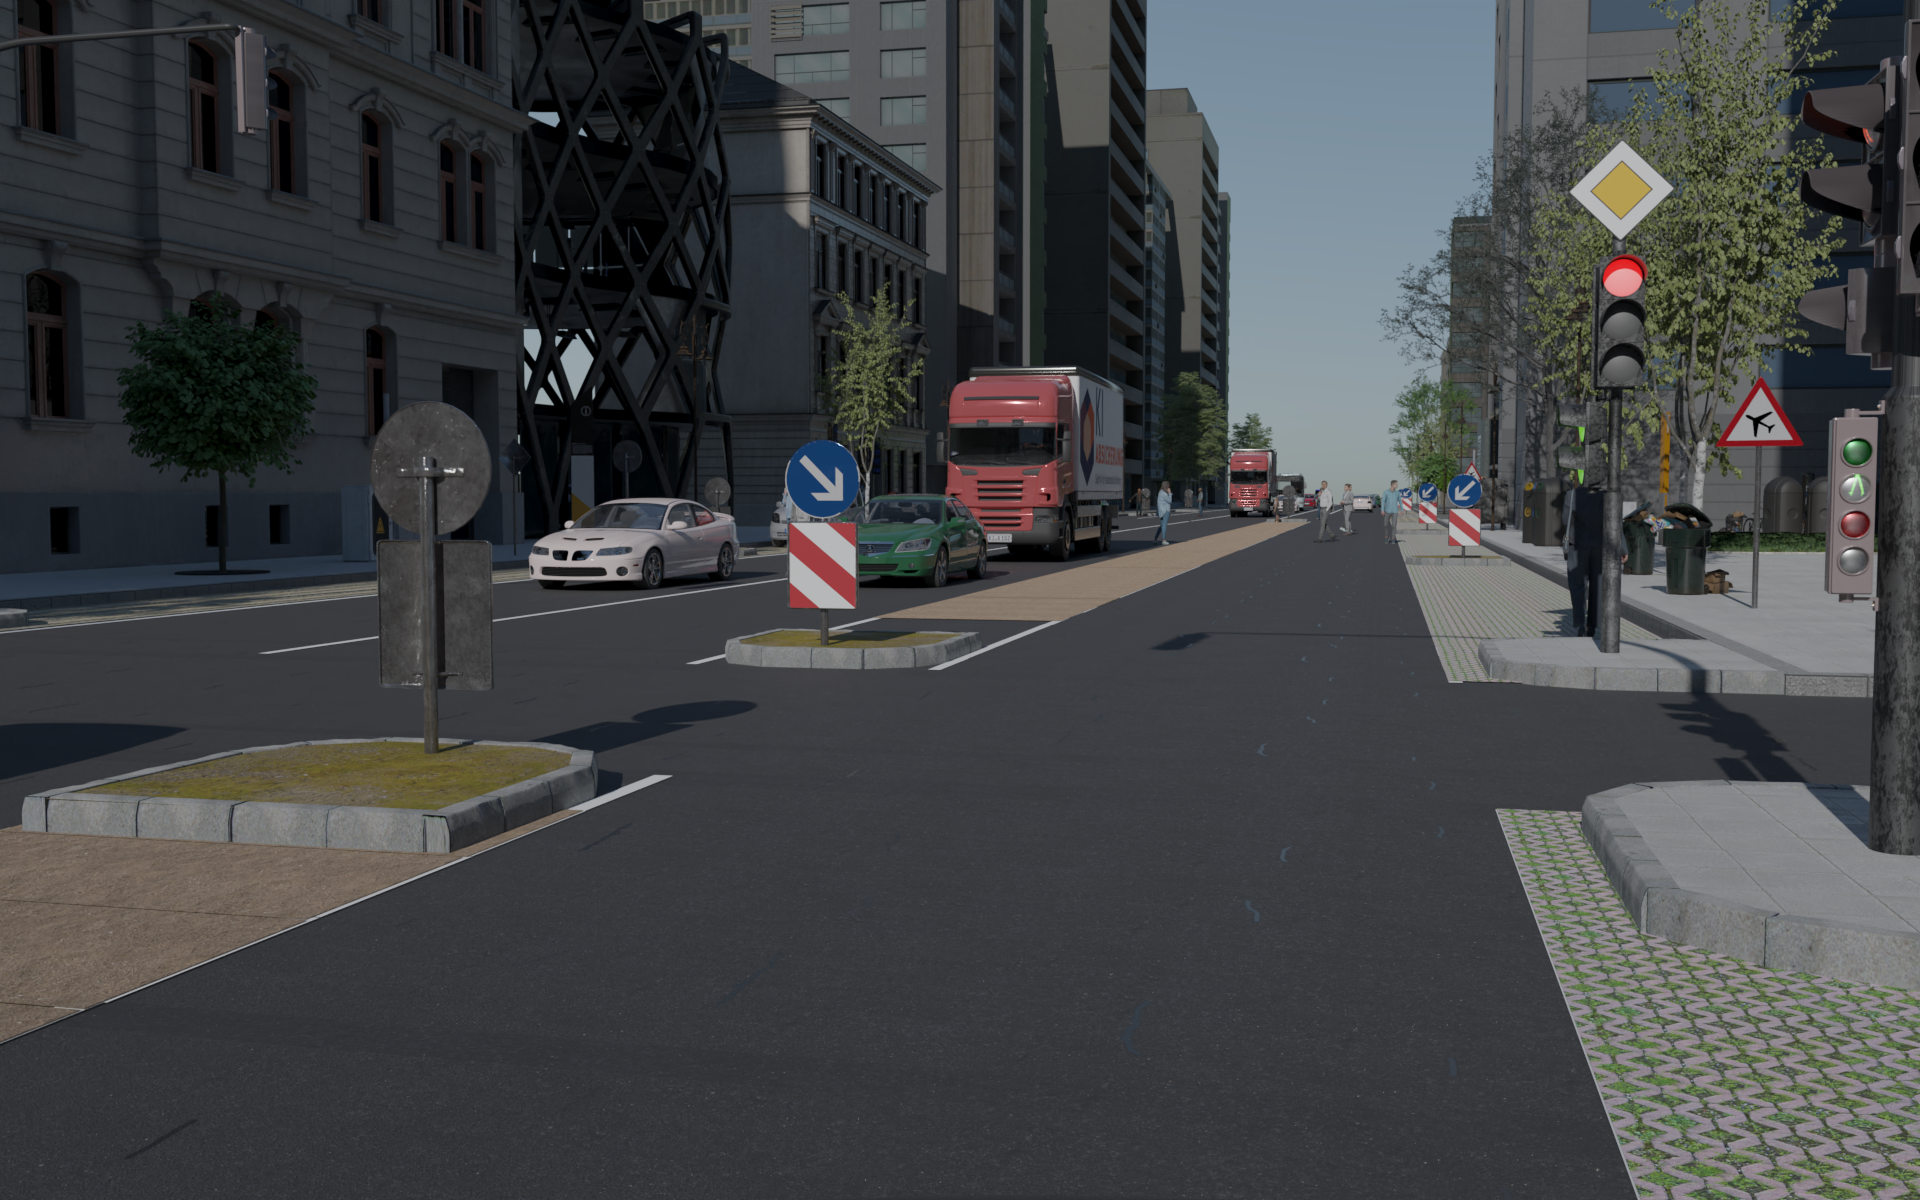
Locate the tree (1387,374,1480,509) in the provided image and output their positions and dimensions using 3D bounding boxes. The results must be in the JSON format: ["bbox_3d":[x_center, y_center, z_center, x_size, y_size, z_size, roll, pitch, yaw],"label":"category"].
[{"bbox_3d":[40.762,-13.668,149.228,9.928,11.665,9.643,0,3,0],"label":"tree"}]

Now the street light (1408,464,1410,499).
[{"bbox_3d":[56.300,-14.847,215.530,0.468,5.910,1.993,1,4,14],"label":"street light"}]

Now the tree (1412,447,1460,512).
[{"bbox_3d":[33.711,-8.491,122.548,4.285,4.588,4.351,0,3,0],"label":"tree"}]

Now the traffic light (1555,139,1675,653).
[{"bbox_3d":[5.246,-1.528,13.912,0.839,4.253,0.868,1,4,14],"label":"traffic light"}]

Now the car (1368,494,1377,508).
[{"bbox_3d":[42.026,-10.196,178.712,2.014,1.417,4.499,1,4,12],"label":"car"}]

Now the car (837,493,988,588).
[{"bbox_3d":[-0.798,-1.003,28.198,2.131,1.459,4.920,1,4,13],"label":"car"}]

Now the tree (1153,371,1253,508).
[{"bbox_3d":[21.466,-14.834,160.660,7.486,12.596,7.792,0,3,0],"label":"tree"}]

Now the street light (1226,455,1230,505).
[{"bbox_3d":[30.898,-13.884,199.784,0.468,5.910,1.993,1,4,14],"label":"street light"}]

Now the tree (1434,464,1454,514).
[{"bbox_3d":[31.271,-7.126,111.110,1.663,3.219,1.824,0,3,0],"label":"tree"}]

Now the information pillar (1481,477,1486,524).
[{"bbox_3d":[22.180,-4.241,73.829,0.304,2.012,0.304,-3,5,-44],"label":"information pillar"}]

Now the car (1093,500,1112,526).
[{"bbox_3d":[4.955,-3.545,69.756,2.131,1.459,4.920,1,4,15],"label":"car"}]

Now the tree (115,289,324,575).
[{"bbox_3d":[-11.897,-2.695,27.771,4.285,4.588,4.351,0,3,0],"label":"tree"}]

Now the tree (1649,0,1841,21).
[{"bbox_3d":[10.266,-4.512,24.141,4.737,8.622,4.395,0,3,0],"label":"tree"}]

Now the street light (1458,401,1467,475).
[{"bbox_3d":[24.835,-6.914,85.824,0.468,5.910,1.993,1,4,14],"label":"street light"}]

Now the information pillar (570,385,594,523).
[{"bbox_3d":[-8.134,-2.815,37.387,0.504,3.616,0.183,-1,4,-15],"label":"information pillar"}]

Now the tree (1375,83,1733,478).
[{"bbox_3d":[17.736,-8.629,51.448,12.009,13.543,11.850,0,3,0],"label":"tree"}]

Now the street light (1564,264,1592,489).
[{"bbox_3d":[12.291,-3.771,34.449,0.468,5.910,1.993,1,4,14],"label":"street light"}]

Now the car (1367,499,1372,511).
[{"bbox_3d":[33.724,-8.183,146.151,2.083,1.381,4.827,1,4,13],"label":"car"}]

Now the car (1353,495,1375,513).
[{"bbox_3d":[31.199,-7.491,134.832,2.083,1.381,4.827,1,4,14],"label":"car"}]

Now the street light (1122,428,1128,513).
[{"bbox_3d":[11.243,-8.941,118.977,0.468,5.910,1.993,1,4,14],"label":"street light"}]

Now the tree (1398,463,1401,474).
[{"bbox_3d":[44.992,-13.341,168.492,4.737,8.622,4.395,0,3,0],"label":"tree"}]

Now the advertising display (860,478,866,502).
[{"bbox_3d":[-4.103,-4.021,70.952,0.974,1.923,0.123,-3,4,-37],"label":"advertising display"}]

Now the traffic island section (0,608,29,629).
[{"bbox_3d":[-11.230,0.261,18.014,2.009,0.180,2.903,1,4,14],"label":"traffic island section"}]

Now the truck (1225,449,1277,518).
[{"bbox_3d":[18.479,-7.356,109.182,2.839,4.237,11.283,1,4,13],"label":"truck"}]

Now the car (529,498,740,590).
[{"bbox_3d":[-5.086,-0.933,27.614,2.083,1.381,4.827,1,4,15],"label":"car"}]

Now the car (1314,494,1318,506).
[{"bbox_3d":[42.583,-12.345,210.638,1.959,1.807,4.718,1,4,15],"label":"car"}]

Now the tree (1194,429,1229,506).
[{"bbox_3d":[25.741,-14.047,180.024,4.360,8.622,3.978,0,3,0],"label":"tree"}]

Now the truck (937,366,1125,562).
[{"bbox_3d":[1.887,-3.141,40.268,2.839,4.237,11.283,1,4,12],"label":"truck"}]

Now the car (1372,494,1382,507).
[{"bbox_3d":[44.910,-10.801,188.386,2.131,1.459,4.920,1,4,15],"label":"car"}]

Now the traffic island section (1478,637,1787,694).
[{"bbox_3d":[5.282,0.505,14.017,2.009,0.180,2.903,1,4,14],"label":"traffic island section"}]

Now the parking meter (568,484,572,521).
[{"bbox_3d":[-9.304,-2.056,42.019,0.372,1.533,0.369,0,3,0],"label":"parking meter"}]

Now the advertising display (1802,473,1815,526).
[{"bbox_3d":[25.599,-2.881,52.312,0.123,1.923,0.974,3,5,40],"label":"advertising display"}]

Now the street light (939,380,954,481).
[{"bbox_3d":[-0.475,-5.976,70.495,0.468,5.910,1.993,1,4,14],"label":"street light"}]

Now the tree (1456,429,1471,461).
[{"bbox_3d":[14.550,-5.441,39.317,4.737,8.622,4.395,0,3,0],"label":"tree"}]

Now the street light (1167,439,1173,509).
[{"bbox_3d":[17.606,-10.531,144.973,0.468,5.910,1.993,1,4,14],"label":"street light"}]

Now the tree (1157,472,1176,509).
[{"bbox_3d":[18.278,-9.706,153.292,1.663,3.219,1.824,0,3,0],"label":"tree"}]

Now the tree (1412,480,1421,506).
[{"bbox_3d":[51.185,-12.113,192.650,1.663,3.219,1.824,0,3,0],"label":"tree"}]

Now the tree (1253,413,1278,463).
[{"bbox_3d":[40.537,-19.789,241.675,7.486,12.596,7.792,0,3,0],"label":"tree"}]

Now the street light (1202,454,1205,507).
[{"bbox_3d":[24.521,-12.314,174.113,0.468,5.910,1.993,1,4,14],"label":"street light"}]

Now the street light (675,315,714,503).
[{"bbox_3d":[-6.849,-4.406,44.833,0.468,5.910,1.993,1,4,14],"label":"street light"}]

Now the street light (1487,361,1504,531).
[{"bbox_3d":[18.550,-5.343,60.139,0.468,5.910,1.993,1,4,14],"label":"street light"}]

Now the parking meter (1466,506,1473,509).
[{"bbox_3d":[20.021,-3.658,68.214,0.372,1.533,0.369,0,3,0],"label":"parking meter"}]

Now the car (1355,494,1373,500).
[{"bbox_3d":[36.271,-8.972,156.482,2.009,1.686,4.222,1,4,13],"label":"car"}]

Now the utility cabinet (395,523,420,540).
[{"bbox_3d":[-11.719,-1.557,36.612,0.306,1.237,1.020,1,4,13],"label":"utility cabinet"}]

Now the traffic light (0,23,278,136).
[{"bbox_3d":[-9.140,-2.614,17.411,4.771,5.953,1.251,1,4,14],"label":"traffic light"}]

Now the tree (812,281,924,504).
[{"bbox_3d":[-3.272,-6.750,60.724,4.737,8.622,4.395,0,3,0],"label":"tree"}]

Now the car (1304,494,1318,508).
[{"bbox_3d":[34.828,-10.069,173.668,2.155,1.783,4.494,1,4,13],"label":"car"}]

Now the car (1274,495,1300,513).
[{"bbox_3d":[25.160,-7.407,133.467,2.083,1.381,4.827,1,4,14],"label":"car"}]

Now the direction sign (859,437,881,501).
[{"bbox_3d":[-3.597,-4.722,69.196,0.876,3.537,0.379,-1,4,-20],"label":"direction sign"}]

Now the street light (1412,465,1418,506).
[{"bbox_3d":[49.977,-13.239,189.240,0.468,5.910,1.993,1,4,14],"label":"street light"}]

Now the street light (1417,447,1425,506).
[{"bbox_3d":[42.792,-11.452,160.034,0.468,5.910,1.993,1,4,14],"label":"street light"}]

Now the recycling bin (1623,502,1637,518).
[{"bbox_3d":[21.488,-2.677,56.323,0.722,1.027,0.722,-1,4,-8],"label":"recycling bin"}]

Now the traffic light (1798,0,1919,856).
[{"bbox_3d":[1.308,-1.947,6.504,4.771,5.953,1.251,1,4,14],"label":"traffic light"}]

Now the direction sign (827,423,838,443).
[{"bbox_3d":[-4.081,-3.876,55.369,0.379,3.537,0.876,1,4,17],"label":"direction sign"}]

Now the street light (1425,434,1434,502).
[{"bbox_3d":[36.463,-9.870,134.155,0.468,5.910,1.993,1,4,14],"label":"street light"}]

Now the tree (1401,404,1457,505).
[{"bbox_3d":[39.027,-11.655,140.920,4.737,8.622,4.395,0,3,0],"label":"tree"}]

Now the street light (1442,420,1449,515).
[{"bbox_3d":[30.304,-8.285,108.239,0.468,5.910,1.993,1,4,14],"label":"street light"}]
